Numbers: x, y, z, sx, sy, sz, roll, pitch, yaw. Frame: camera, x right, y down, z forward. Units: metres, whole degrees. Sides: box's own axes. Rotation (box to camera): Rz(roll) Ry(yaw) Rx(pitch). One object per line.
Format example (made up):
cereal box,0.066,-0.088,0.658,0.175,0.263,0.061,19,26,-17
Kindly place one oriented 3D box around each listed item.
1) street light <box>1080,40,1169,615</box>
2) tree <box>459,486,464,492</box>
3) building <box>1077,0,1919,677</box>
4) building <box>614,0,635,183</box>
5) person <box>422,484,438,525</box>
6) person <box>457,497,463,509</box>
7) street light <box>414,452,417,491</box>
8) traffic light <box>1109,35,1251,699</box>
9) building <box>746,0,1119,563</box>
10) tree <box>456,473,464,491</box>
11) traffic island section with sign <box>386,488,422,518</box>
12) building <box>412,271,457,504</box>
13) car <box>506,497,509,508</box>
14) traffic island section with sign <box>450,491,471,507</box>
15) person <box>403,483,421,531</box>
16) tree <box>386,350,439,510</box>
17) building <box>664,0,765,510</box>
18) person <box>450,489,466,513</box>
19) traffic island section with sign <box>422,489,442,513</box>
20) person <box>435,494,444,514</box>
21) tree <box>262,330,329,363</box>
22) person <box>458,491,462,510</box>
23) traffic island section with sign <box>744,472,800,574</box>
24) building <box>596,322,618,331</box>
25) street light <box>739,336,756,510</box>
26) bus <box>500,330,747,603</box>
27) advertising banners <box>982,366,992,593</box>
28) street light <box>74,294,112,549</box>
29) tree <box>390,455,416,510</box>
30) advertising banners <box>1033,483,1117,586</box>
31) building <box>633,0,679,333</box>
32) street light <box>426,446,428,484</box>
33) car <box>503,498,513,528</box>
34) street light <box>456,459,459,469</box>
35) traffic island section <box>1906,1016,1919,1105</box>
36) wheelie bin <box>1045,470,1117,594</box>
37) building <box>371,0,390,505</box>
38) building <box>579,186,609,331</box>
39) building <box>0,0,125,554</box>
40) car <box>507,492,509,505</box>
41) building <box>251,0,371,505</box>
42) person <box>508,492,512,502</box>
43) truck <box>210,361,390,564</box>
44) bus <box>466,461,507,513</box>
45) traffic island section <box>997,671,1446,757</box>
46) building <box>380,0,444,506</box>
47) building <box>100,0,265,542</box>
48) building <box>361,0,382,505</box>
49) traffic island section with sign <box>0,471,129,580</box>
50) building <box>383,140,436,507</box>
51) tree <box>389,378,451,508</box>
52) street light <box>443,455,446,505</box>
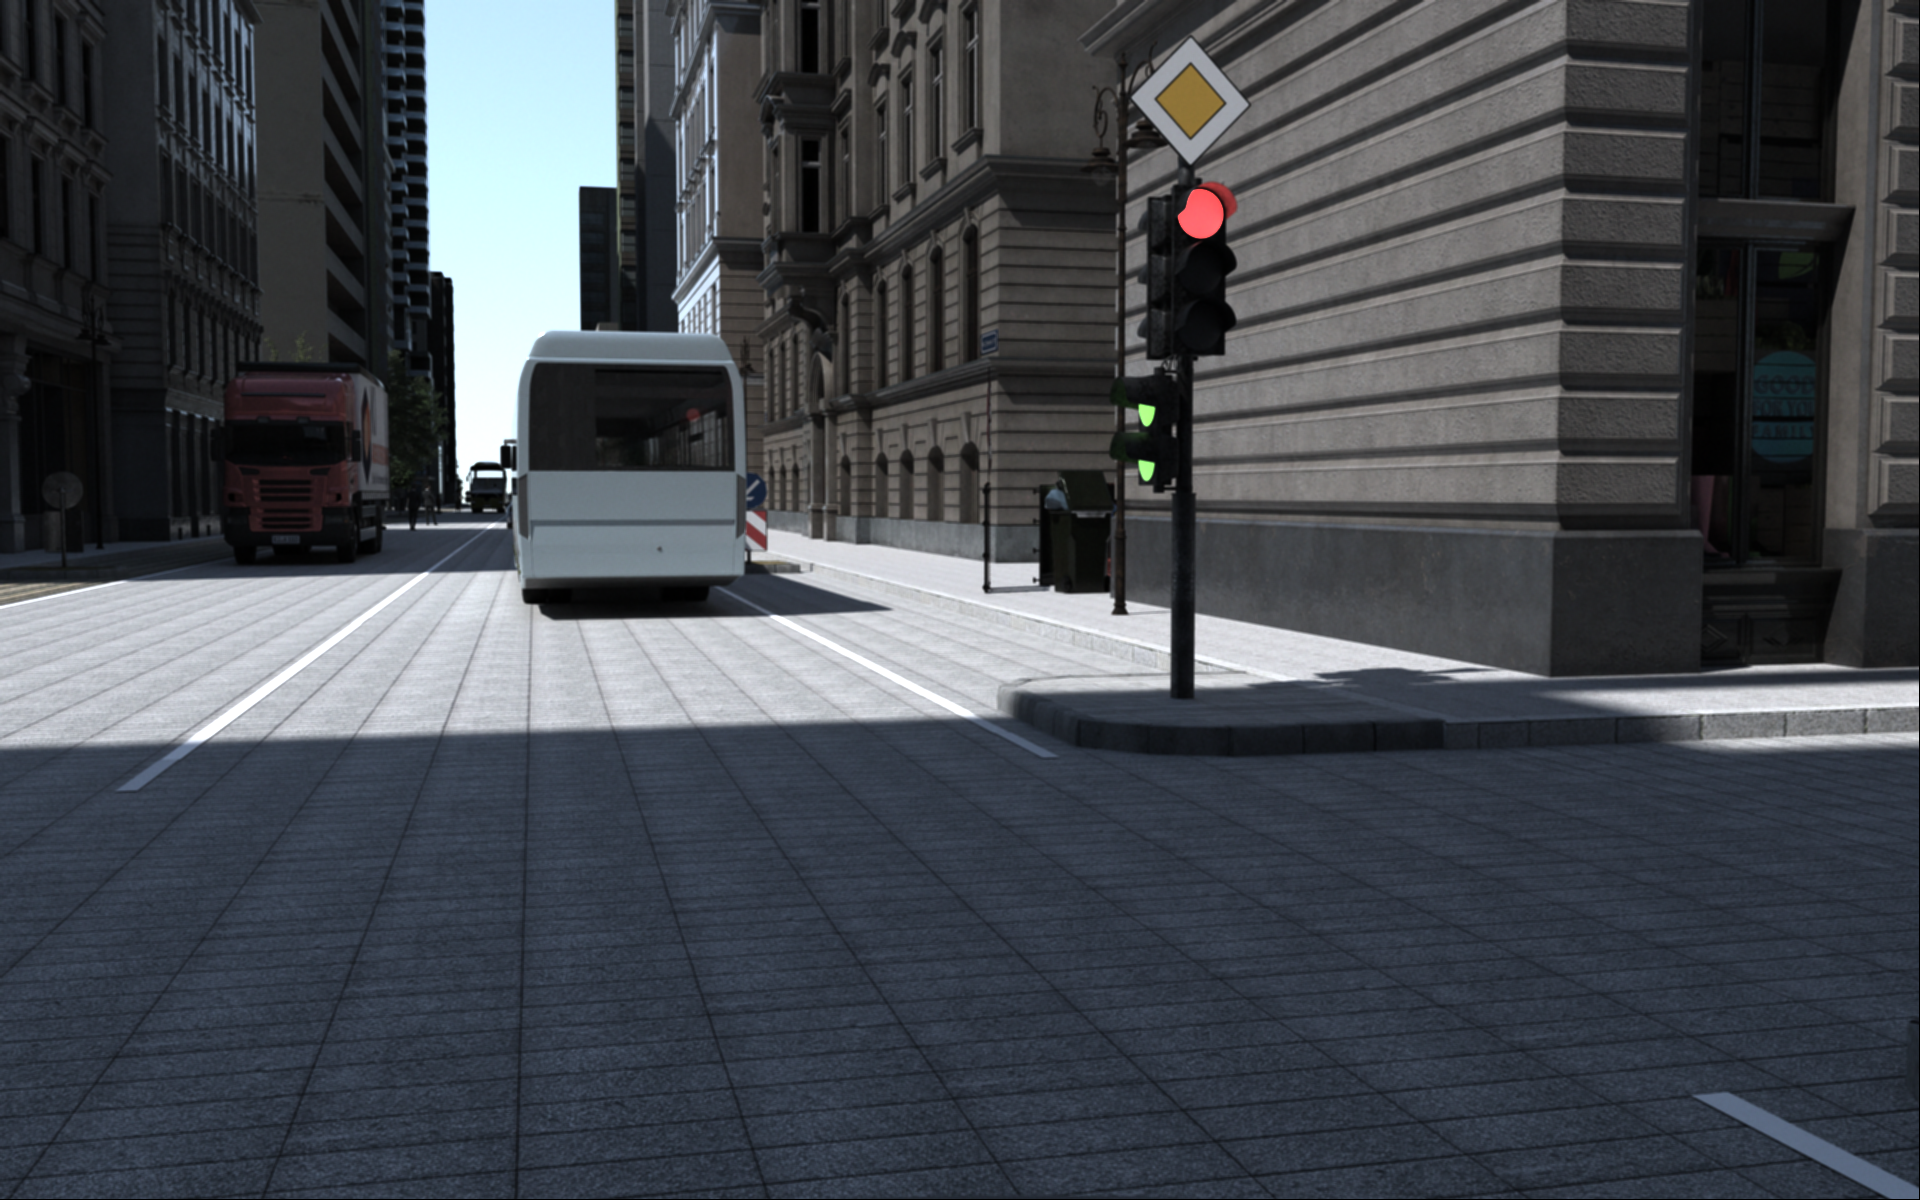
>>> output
street light,1.704,-2.782,18.269,0.468,5.910,1.993,-1,4,-14
tree,-68.561,-14.774,236.155,1.663,3.219,1.824,0,3,0
building,11.964,-11.581,18.224,19.941,23.489,11.050,-1,4,-14
building,-19.021,-27.414,131.814,14.154,41.232,14.086,-1,4,-14
person,-24.484,-4.410,79.960,0.648,1.900,0.474,0,4,6
person,-46.604,-9.288,161.078,1.217,1.735,0.721,3,5,43
street light,-46.299,-10.661,147.096,0.468,5.910,1.993,-1,4,-14
traffic light,1.382,-1.338,10.792,0.839,4.253,0.868,-1,4,-14
building,1.644,-14.061,48.978,14.460,24.649,34.723,-1,4,-14
tree,-68.242,-15.200,232.233,4.285,4.588,4.351,0,3,0
traffic island section with sign,-33.837,-5.881,104.790,1.989,1.847,2.006,-1,4,-14
building,-71.889,-27.453,220.562,14.160,30.474,14.107,-1,4,-14
car,-49.370,-10.786,185.394,2.155,1.783,4.494,-1,4,-12
traffic island section with sign,-53.533,-10.799,185.195,1.989,1.847,2.006,-1,4,-14
person,-21.542,-3.665,68.196,0.659,1.850,0.755,-1,4,-9
tree,-44.692,-13.284,135.321,7.486,12.596,7.792,0,3,0
building,-5.423,-17.745,76.028,13.634,28.700,20.117,-1,4,-14
person,-38.929,-7.693,134.276,1.348,1.824,0.705,1,4,13
traffic island section with sign,-40.314,-7.498,131.224,1.989,1.847,2.006,-1,4,-14
person,-36.631,-6.728,121.758,0.557,1.426,1.065,1,4,14
tree,-30.179,-7.819,78.195,4.737,8.622,4.395,0,3,0
person,-44.070,-8.776,152.779,0.721,1.735,1.217,-2,4,-25
traffic island section with sign,-4.088,-1.429,31.984,1.989,1.847,2.006,-1,4,-14
building,-26.315,-21.204,191.731,27.650,21.520,28.899,-1,4,-14
street light,-6.285,-4.770,50.776,0.468,5.910,1.993,-1,4,-14
bus,-5.391,-1.907,26.037,2.948,3.499,13.247,-1,4,-15
advertising banners,0.377,-1.655,23.249,0.090,3.025,2.074,0,4,3
street light,-20.062,-4.124,40.221,0.468,5.910,1.993,-1,4,-14
tree,-46.226,-9.693,142.186,4.285,4.588,4.351,0,3,0
advertising banners,1.990,-1.732,24.507,2.074,3.025,0.090,-1,4,-23
building,-10.370,-34.842,111.667,21.231,58.520,28.212,-1,4,-14
street light,-50.316,-11.665,163.511,0.468,5.910,1.993,-1,4,-14
car,-18.398,-3.773,73.684,2.014,1.417,4.499,-1,4,-15
street light,-66.345,-15.663,228.884,0.468,5.910,1.993,-1,4,-14
traffic island section,3.323,1.169,3.160,2.009,0.180,2.903,-1,4,-14
wheelie bin,1.540,-0.896,22.559,0.980,1.594,0.693,-1,4,-22
building,-47.592,-28.716,119.625,14.600,45.320,14.200,-1,4,-14
building,-44.015,-33.636,233.546,14.154,41.232,14.086,-1,4,-14
building,-21.945,-10.655,25.124,10.553,20.767,40.483,-1,4,-14
car,-59.556,-13.223,224.871,2.281,1.827,5.304,-1,4,-12
building,-42.554,-28.391,87.889,21.300,48.544,21.600,-1,4,-14
person,-57.399,-12.952,221.185,0.541,1.710,0.530,0,4,-7
truck,-14.581,-3.068,39.078,2.839,4.237,11.283,-1,4,-14
bus,-36.464,-8.714,134.015,2.896,3.916,12.252,-1,4,-14
traffic island section,1.423,0.695,10.916,2.009,0.180,2.903,-1,4,-14
building,-70.407,-54.007,195.685,22.319,86.520,31.000,-1,4,-14
building,-28.058,-12.517,53.810,9.793,20.994,18.267,-1,4,-14
building,-43.790,-25.844,106.145,14.154,41.232,14.086,-1,4,-14
traffic island section with sign,-15.430,-1.285,29.645,1.989,1.847,2.006,-1,4,-14
building,-68.736,-29.197,169.252,32.217,40.220,23.993,-1,4,-14
tree,-49.159,-14.005,154.729,9.928,11.665,9.643,0,3,0
street light,-58.330,-13.651,195.982,0.468,5.910,1.993,-1,4,-14
